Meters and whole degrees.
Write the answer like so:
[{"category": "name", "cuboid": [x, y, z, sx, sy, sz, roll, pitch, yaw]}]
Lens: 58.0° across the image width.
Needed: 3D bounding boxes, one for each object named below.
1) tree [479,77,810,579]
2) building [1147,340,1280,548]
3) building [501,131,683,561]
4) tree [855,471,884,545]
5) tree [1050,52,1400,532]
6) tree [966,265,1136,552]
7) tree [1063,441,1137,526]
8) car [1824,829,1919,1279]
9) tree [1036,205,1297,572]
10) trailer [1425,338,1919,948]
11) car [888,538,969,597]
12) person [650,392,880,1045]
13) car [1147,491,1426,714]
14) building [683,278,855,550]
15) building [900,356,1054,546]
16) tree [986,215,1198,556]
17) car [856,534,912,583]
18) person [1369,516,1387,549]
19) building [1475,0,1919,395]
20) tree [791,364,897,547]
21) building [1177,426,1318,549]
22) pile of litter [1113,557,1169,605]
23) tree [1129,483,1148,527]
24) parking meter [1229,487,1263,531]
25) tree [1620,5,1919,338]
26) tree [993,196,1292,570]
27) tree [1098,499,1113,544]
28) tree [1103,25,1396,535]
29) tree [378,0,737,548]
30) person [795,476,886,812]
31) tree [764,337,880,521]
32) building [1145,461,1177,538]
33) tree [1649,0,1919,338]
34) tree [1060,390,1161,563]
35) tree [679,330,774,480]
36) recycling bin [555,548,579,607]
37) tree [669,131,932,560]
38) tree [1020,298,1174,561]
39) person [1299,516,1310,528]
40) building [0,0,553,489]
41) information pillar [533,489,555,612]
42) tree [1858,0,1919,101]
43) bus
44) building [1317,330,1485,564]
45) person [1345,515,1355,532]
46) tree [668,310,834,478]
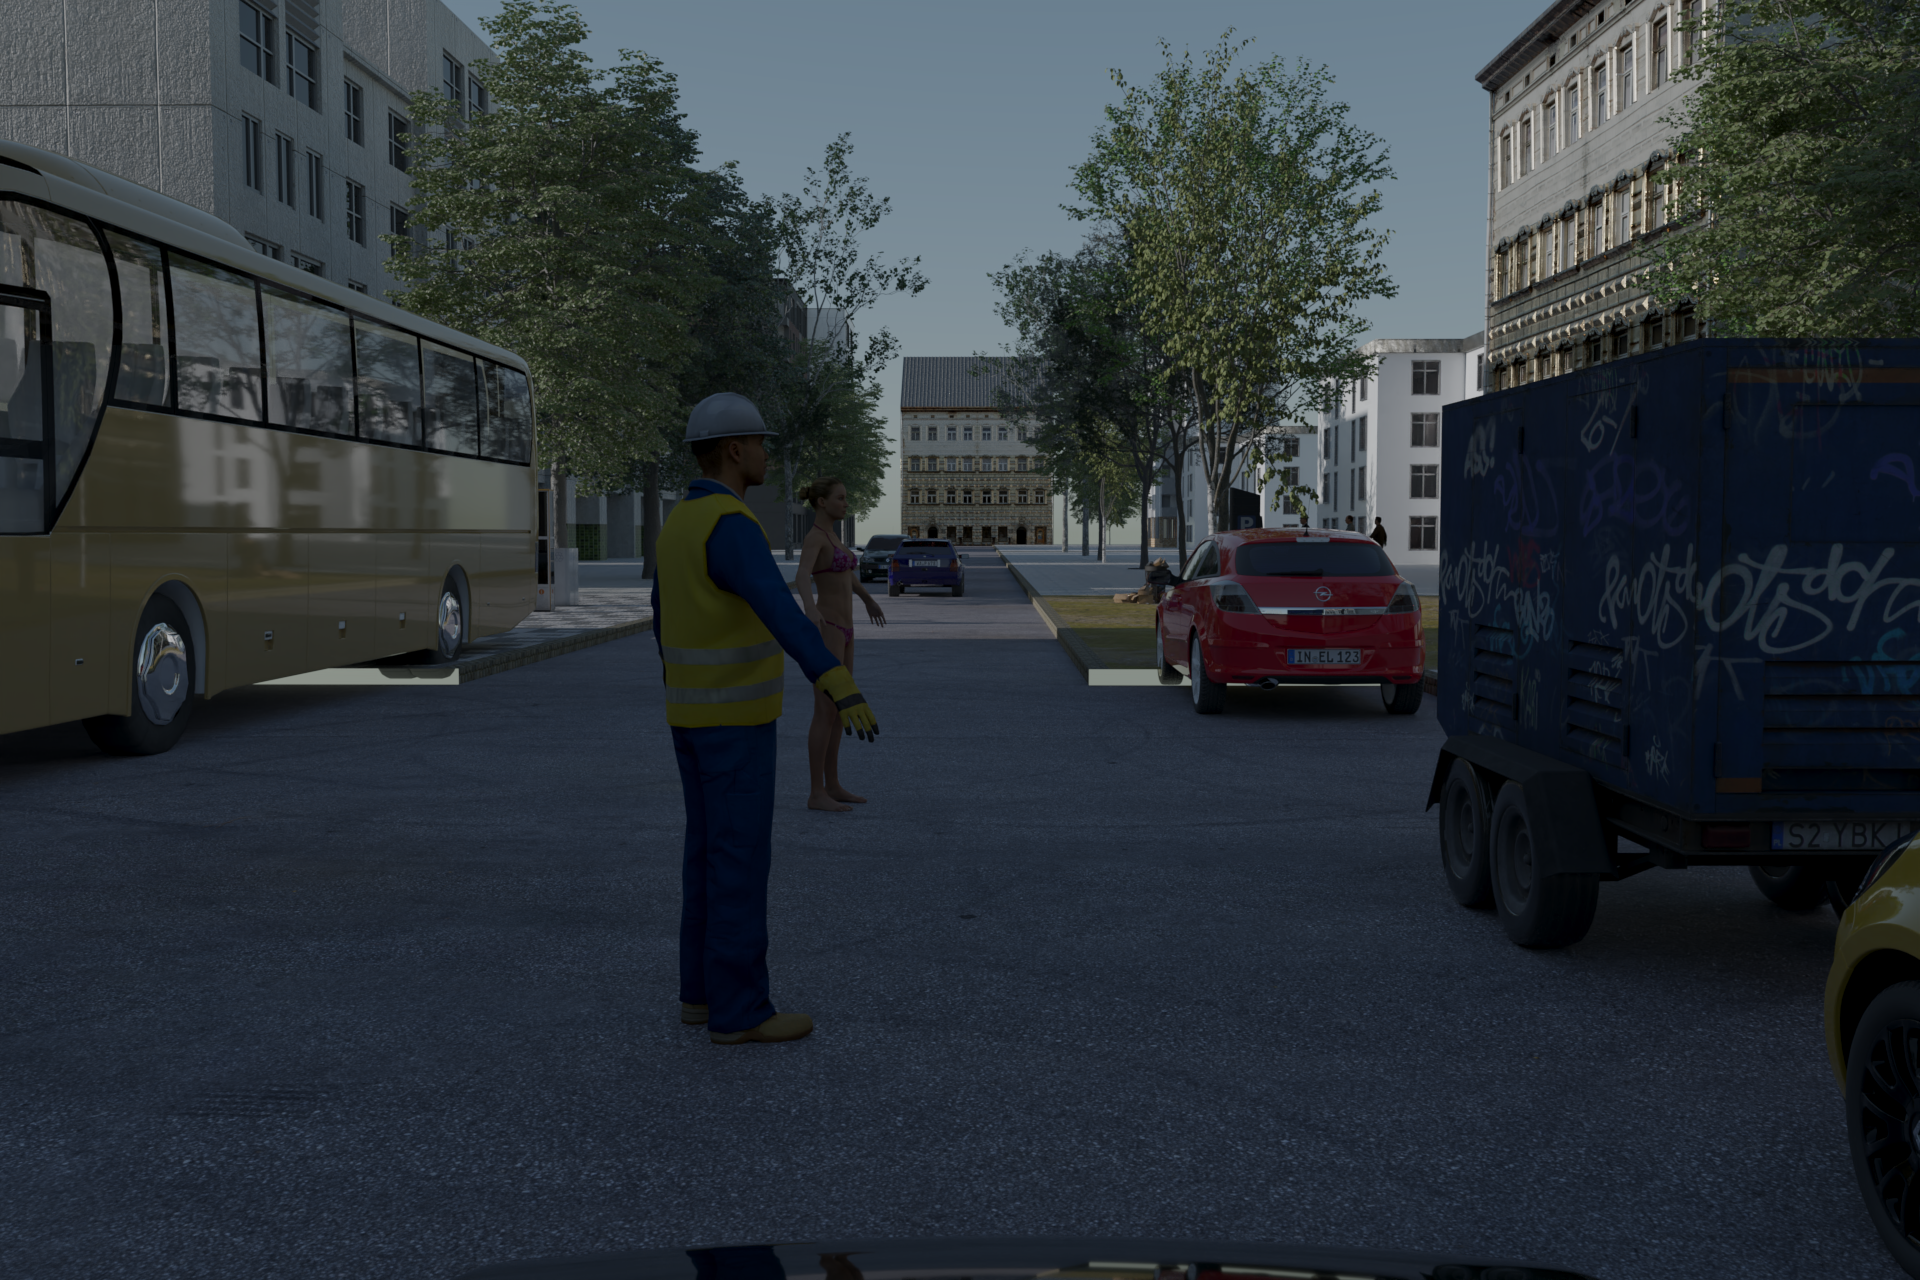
[{"category": "tree", "cuboid": [-8.714, -8.716, 49.156, 9.857, 13.997, 8.962, 0, 3, 0]}, {"category": "building", "cuboid": [24.159, -19.541, 175.920, 16.016, 20.090, 11.380, 0, 4, 1]}, {"category": "building", "cuboid": [-25.745, -13.806, 92.179, 16.747, 18.905, 31.486, 0, 4, 0]}, {"category": "tree", "cuboid": [-13.164, -17.339, 209.255, 9.928, 11.665, 9.643, 0, 3, 0]}, {"category": "tree", "cuboid": [5.856, -6.908, 38.695, 9.928, 11.665, 9.643, 0, 3, 0]}, {"category": "tree", "cuboid": [6.823, -16.283, 122.108, 12.611, 20.169, 13.585, 0, 3, 0]}, {"category": "tree", "cuboid": [17.052, -18.353, 206.729, 9.857, 13.997, 8.962, 0, 3, 0]}, {"category": "car", "cuboid": [2.634, 0.498, 2.088, 2.015, 1.641, 3.980, 0, 4, 1]}, {"category": "tree", "cuboid": [6.122, -7.027, 49.307, 7.601, 10.594, 8.767, 2, 4, 25]}, {"category": "trailer", "cuboid": [2.622, 0.002, 7.024, 1.471, 1.999, 3.904, 0, 4, 0]}, {"category": "car", "cuboid": [-0.765, -1.735, 40.942, 1.945, 1.354, 3.894, 0, 4, 1]}, {"category": "person", "cuboid": [-0.642, 0.210, 4.989, 0.705, 1.833, 1.349, -2, 4, -30]}, {"category": "car", "cuboid": [2.775, -0.380, 15.256, 2.155, 1.783, 4.494, 0, 4, 1]}, {"category": "building", "cuboid": [-24.283, -19.002, 154.661, 27.936, 21.610, 32.646, 0, 3, 0]}, {"category": "building", "cuboid": [2.100, -23.225, 213.110, 18.063, 23.208, 19.493, 0, 4, 0]}, {"category": "tree", "cuboid": [8.179, -14.947, 100.279, 12.611, 20.169, 13.585, 0, 3, 0]}, {"category": "car", "cuboid": [-2.085, -2.596, 52.230, 2.009, 1.686, 4.222, 0, 4, 0]}, {"category": "person", "cuboid": [12.520, -2.806, 52.008, 0.704, 1.812, 1.346, 3, 5, 41]}, {"category": "building", "cuboid": [26.615, -13.293, 48.266, 19.493, 23.208, 18.063, 0, 4, 1]}, {"category": "tree", "cuboid": [-7.937, -12.080, 115.630, 7.486, 12.596, 7.792, 0, 3, 0]}, {"category": "building", "cuboid": [24.551, -12.614, 148.388, 9.099, 9.664, 28.070, 0, 4, 1]}, {"category": "pile of litter", "cuboid": [3.433, -1.118, 32.237, 1.176, 0.858, 1.719, 0, 4, 1]}, {"category": "tree", "cuboid": [23.291, -16.116, 213.852, 4.360, 8.622, 3.978, 0, 3, 0]}, {"category": "parking meter", "cuboid": [3.574, -0.975, 21.657, 0.399, 1.863, 0.255, 0, 4, 1]}, {"category": "tree", "cuboid": [17.258, -6.675, 34.890, 9.928, 11.665, 9.643, 0, 3, 0]}, {"category": "tree", "cuboid": [6.705, -9.307, 62.532, 12.009, 13.543, 11.850, 0, 3, 0]}, {"category": "tree", "cuboid": [18.753, -16.114, 213.819, 4.360, 8.622, 3.978, 0, 3, 0]}, {"category": "tree", "cuboid": [3.914, -4.604, 25.637, 4.737, 8.622, 4.395, 0, 3, 0]}, {"category": "tree", "cuboid": [-8.778, -7.310, 37.650, 7.486, 12.596, 7.792, 0, 3, 0]}, {"category": "person", "cuboid": [-0.607, 0.011, 9.075, 0.721, 1.733, 1.217, 1, 4, 13]}, {"category": "tree", "cuboid": [-8.318, -11.167, 100.715, 7.486, 12.596, 7.792, 0, 3, 0]}, {"category": "building", "cuboid": [25.615, -20.582, 192.943, 16.016, 20.090, 11.380, 0, 4, 1]}, {"category": "tree", "cuboid": [13.604, -6.498, 24.370, 7.486, 12.596, 7.792, 0, 3, 0]}, {"category": "tree", "cuboid": [6.610, -7.698, 76.226, 4.737, 8.622, 4.395, 0, 3, 0]}, {"category": "tree", "cuboid": [-9.346, -6.815, 61.794, 4.360, 8.622, 3.978, 0, 3, 0]}, {"category": "recycling bin", "cuboid": [-7.257, -1.125, 30.950, 0.722, 1.027, 0.722, 0, 4, 2]}, {"category": "tree", "cuboid": [-7.771, -13.871, 82.679, 12.611, 20.169, 13.585, 0, 3, 0]}, {"category": "tree", "cuboid": [6.594, -10.148, 84.050, 7.486, 12.596, 7.792, 0, 3, 0]}, {"category": "person", "cuboid": [9.467, -2.561, 47.810, 0.705, 1.837, 1.347, -1, 4, -9]}, {"category": "building", "cuboid": [-25.572, -11.623, 56.497, 16.747, 18.905, 31.486, 0, 4, 1]}, {"category": "information pillar", "cuboid": [-6.857, -1.468, 28.500, 0.304, 2.012, 0.304, 0, 4, 2]}, {"category": "tree", "cuboid": [8.424, -6.061, 9.460, 12.009, 13.543, 11.850, 0, 3, 0]}, {"category": "bus", "cuboid": [-6.319, -1.400, 14.441, 2.896, 3.916, 12.252, 0, 4, 1]}, {"category": "building", "cuboid": [22.387, -8.102, 74.609, 9.099, 9.664, 28.070, 0, 4, 1]}, {"category": "person", "cuboid": [10.554, -2.495, 47.069, 0.705, 1.796, 1.348, 2, 4, 24]}, {"category": "tree", "cuboid": [-8.707, -8.266, 69.567, 8.767, 10.594, 7.601, 1, 4, 19]}]
